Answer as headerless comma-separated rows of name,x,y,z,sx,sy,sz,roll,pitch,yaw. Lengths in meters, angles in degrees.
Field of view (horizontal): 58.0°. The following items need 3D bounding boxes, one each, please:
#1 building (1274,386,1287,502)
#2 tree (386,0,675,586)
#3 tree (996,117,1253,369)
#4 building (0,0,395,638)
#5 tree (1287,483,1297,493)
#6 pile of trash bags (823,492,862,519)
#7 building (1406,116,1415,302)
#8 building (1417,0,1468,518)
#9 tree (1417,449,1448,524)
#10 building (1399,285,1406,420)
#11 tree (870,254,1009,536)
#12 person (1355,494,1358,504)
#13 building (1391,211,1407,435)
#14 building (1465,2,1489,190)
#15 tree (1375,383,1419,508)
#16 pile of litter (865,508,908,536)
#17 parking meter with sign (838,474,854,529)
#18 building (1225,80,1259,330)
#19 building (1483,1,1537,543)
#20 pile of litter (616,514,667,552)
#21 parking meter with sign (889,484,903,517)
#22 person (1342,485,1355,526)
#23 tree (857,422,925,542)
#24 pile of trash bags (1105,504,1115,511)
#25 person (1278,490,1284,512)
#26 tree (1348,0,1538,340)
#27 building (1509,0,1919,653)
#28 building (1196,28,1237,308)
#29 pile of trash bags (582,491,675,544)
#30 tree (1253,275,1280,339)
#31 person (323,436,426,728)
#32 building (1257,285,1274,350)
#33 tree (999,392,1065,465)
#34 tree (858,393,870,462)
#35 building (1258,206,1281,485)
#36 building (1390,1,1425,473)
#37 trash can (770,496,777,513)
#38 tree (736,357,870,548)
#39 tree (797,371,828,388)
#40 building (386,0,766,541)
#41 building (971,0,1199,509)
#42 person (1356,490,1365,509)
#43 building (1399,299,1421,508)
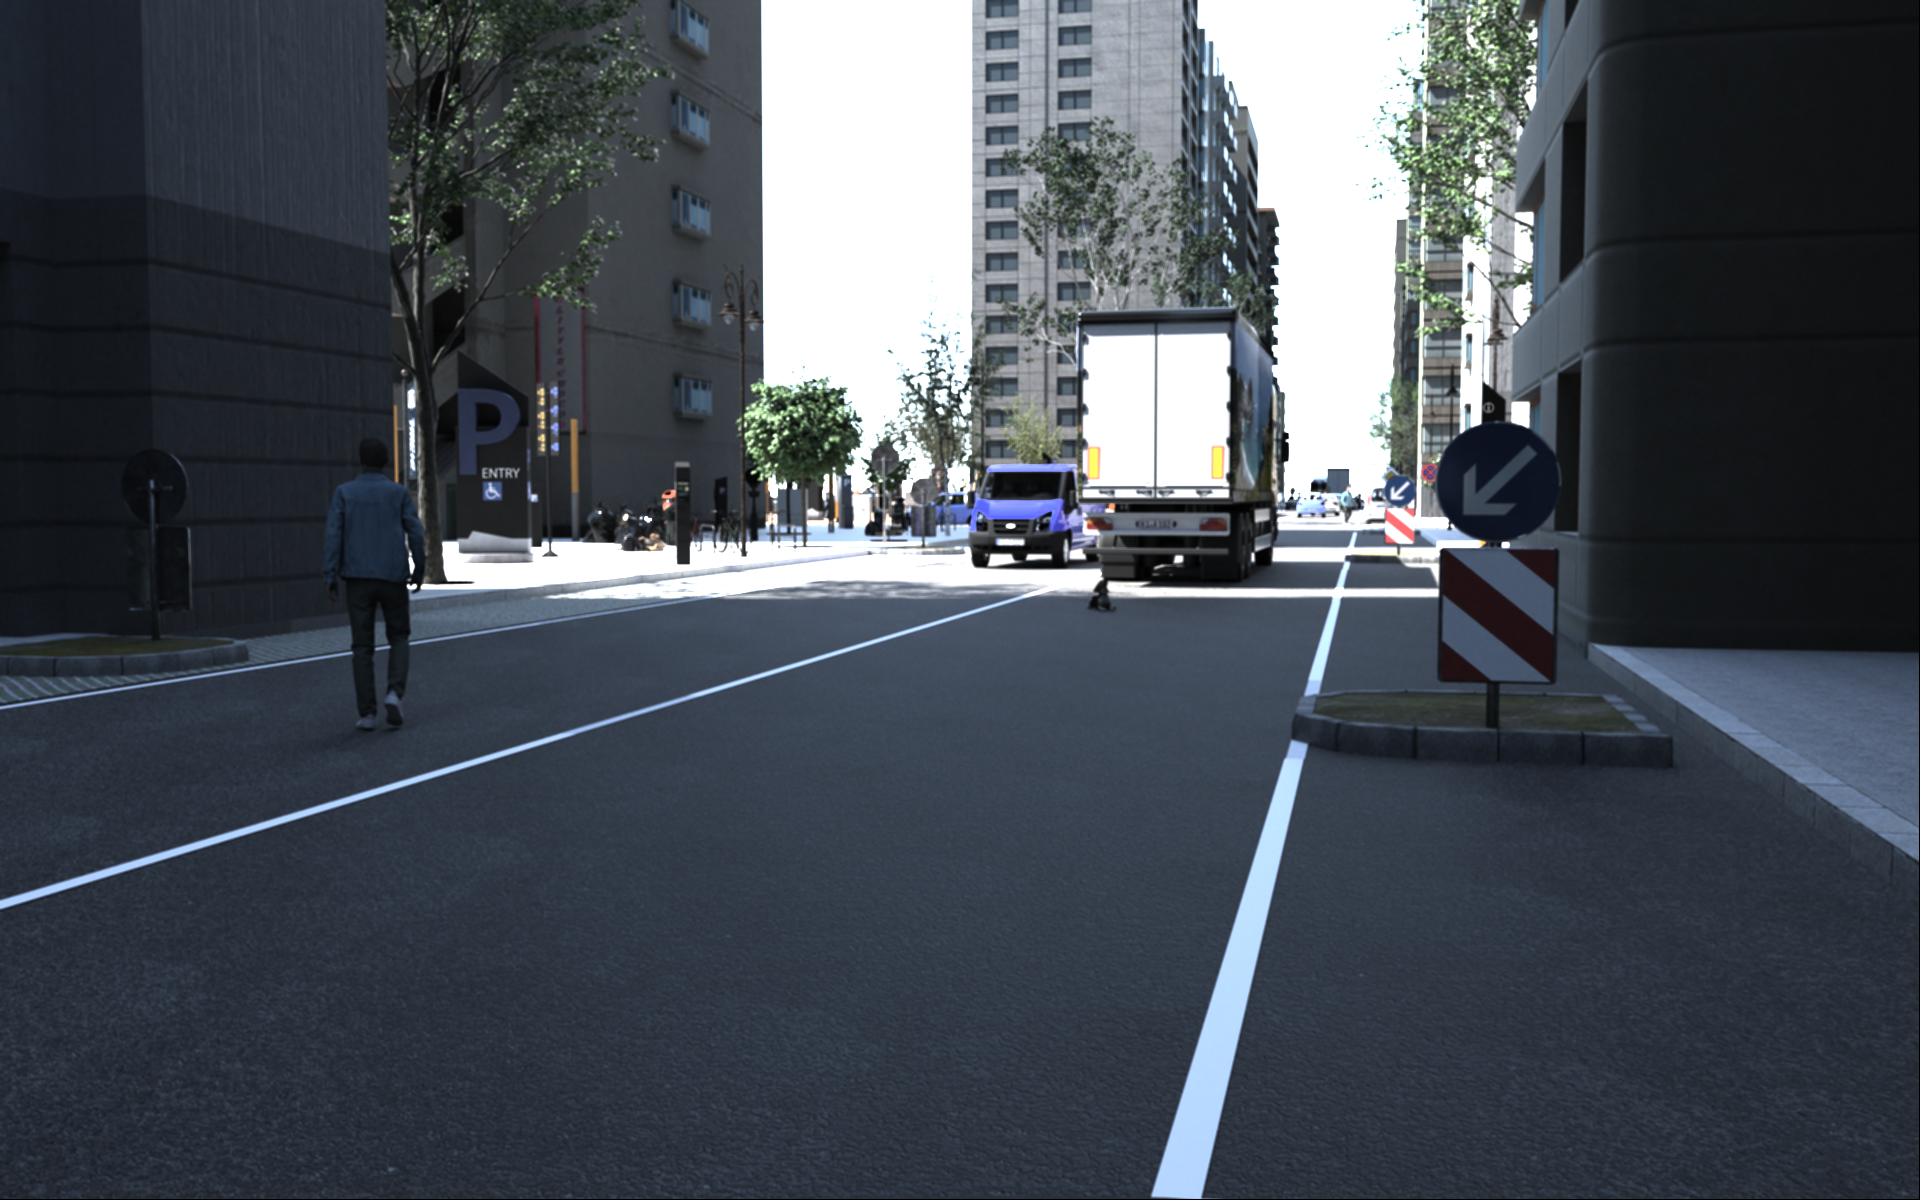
building,39.556,-27.087,287.907,27.650,21.520,28.899,1,4,13
tree,-7.657,-6.032,24.379,9.928,11.665,9.643,0,3,0
tree,7.758,-14.021,85.133,12.611,20.169,13.585,0,3,0
building,-19.780,-28.418,6.636,21.231,58.520,28.212,1,4,13
tree,58.107,-18.826,302.401,1.663,3.219,1.824,0,3,0
pile of trash bags,-6.479,-5.296,96.334,1.912,1.369,3.447,2,4,30
building,55.226,-30.761,186.533,14.154,41.232,14.086,1,4,13
building,32.892,-25.228,96.072,14.154,41.232,14.086,1,4,13
tree,20.650,-4.922,75.077,1.663,3.219,1.824,0,3,0
building,67.507,-28.487,237.462,14.160,30.474,14.107,1,4,13
tree,-0.388,-6.276,52.969,4.360,8.622,3.978,0,3,0
person,56.611,-14.447,247.938,0.991,1.433,0.599,-3,4,-36
building,82.046,-40.411,284.426,21.300,48.544,21.600,1,4,13
building,33.250,-27.620,75.281,21.600,48.544,21.300,1,4,13
tree,28.918,-9.837,111.202,4.360,8.622,3.978,0,3,0
pile of litter,-2.257,-2.430,53.688,1.719,0.858,1.176,-3,5,-39
parking meter with sign,-4.333,-4.207,65.052,0.543,3.016,1.738,-1,4,-16
building,24.431,-35.784,208.770,21.300,48.544,21.600,1,4,13
building,24.480,-30.663,43.336,21.231,58.520,28.212,1,4,13
pile of litter,-7.188,-1.529,38.963,1.176,0.858,1.719,0,4,-4
parking meter with sign,-3.519,-6.068,95.468,1.738,3.016,0.543,2,4,27
person,17.477,-4.258,78.144,0.660,1.820,0.620,-2,4,-33
tree,-2.033,-3.170,46.425,1.663,3.219,1.824,0,3,0
pile of trash bags,6.722,-4.748,87.388,3.447,1.369,1.912,3,5,44
person,25.955,-8.039,140.208,0.793,1.790,0.793,0,4,7
tree,9.985,-6.269,28.246,9.928,11.665,9.643,0,3,0
building,17.540,-9.811,5.444,27.650,21.520,28.899,1,4,13
building,17.416,-34.502,183.711,23.786,49.044,30.456,1,4,13
pile of trash bags,-8.202,-2.132,44.618,3.447,1.369,1.912,3,5,44
tree,17.731,-17.115,135.716,12.611,20.169,13.585,0,3,0
person,-3.556,-0.104,10.542,0.601,1.785,0.444,-1,4,-19
building,35.322,-28.458,236.991,14.160,30.474,14.107,1,4,13
tree,4.903,-10.679,124.960,4.737,8.622,4.395,0,3,0
tree,-5.628,-10.574,123.243,4.360,8.622,3.978,0,3,0
building,36.125,-36.928,258.392,22.147,44.769,28.867,1,4,13
building,76.062,-57.776,257.311,22.319,86.520,31.000,1,4,13
trash can,-11.900,-6.129,111.862,0.748,1.137,0.748,0,3,0
tree,-3.762,-3.548,41.719,4.285,4.588,4.351,0,3,0
tree,-8.745,-9.340,103.063,4.737,8.622,4.395,0,3,0
building,-19.925,-26.409,55.497,21.600,48.544,21.300,1,4,13
building,13.207,-44.012,157.845,20.563,71.187,20.611,1,4,13
person,39.426,-9.915,170.694,0.705,1.814,1.350,-2,4,-28
building,56.357,-19.560,164.841,27.650,21.520,28.899,1,4,13
